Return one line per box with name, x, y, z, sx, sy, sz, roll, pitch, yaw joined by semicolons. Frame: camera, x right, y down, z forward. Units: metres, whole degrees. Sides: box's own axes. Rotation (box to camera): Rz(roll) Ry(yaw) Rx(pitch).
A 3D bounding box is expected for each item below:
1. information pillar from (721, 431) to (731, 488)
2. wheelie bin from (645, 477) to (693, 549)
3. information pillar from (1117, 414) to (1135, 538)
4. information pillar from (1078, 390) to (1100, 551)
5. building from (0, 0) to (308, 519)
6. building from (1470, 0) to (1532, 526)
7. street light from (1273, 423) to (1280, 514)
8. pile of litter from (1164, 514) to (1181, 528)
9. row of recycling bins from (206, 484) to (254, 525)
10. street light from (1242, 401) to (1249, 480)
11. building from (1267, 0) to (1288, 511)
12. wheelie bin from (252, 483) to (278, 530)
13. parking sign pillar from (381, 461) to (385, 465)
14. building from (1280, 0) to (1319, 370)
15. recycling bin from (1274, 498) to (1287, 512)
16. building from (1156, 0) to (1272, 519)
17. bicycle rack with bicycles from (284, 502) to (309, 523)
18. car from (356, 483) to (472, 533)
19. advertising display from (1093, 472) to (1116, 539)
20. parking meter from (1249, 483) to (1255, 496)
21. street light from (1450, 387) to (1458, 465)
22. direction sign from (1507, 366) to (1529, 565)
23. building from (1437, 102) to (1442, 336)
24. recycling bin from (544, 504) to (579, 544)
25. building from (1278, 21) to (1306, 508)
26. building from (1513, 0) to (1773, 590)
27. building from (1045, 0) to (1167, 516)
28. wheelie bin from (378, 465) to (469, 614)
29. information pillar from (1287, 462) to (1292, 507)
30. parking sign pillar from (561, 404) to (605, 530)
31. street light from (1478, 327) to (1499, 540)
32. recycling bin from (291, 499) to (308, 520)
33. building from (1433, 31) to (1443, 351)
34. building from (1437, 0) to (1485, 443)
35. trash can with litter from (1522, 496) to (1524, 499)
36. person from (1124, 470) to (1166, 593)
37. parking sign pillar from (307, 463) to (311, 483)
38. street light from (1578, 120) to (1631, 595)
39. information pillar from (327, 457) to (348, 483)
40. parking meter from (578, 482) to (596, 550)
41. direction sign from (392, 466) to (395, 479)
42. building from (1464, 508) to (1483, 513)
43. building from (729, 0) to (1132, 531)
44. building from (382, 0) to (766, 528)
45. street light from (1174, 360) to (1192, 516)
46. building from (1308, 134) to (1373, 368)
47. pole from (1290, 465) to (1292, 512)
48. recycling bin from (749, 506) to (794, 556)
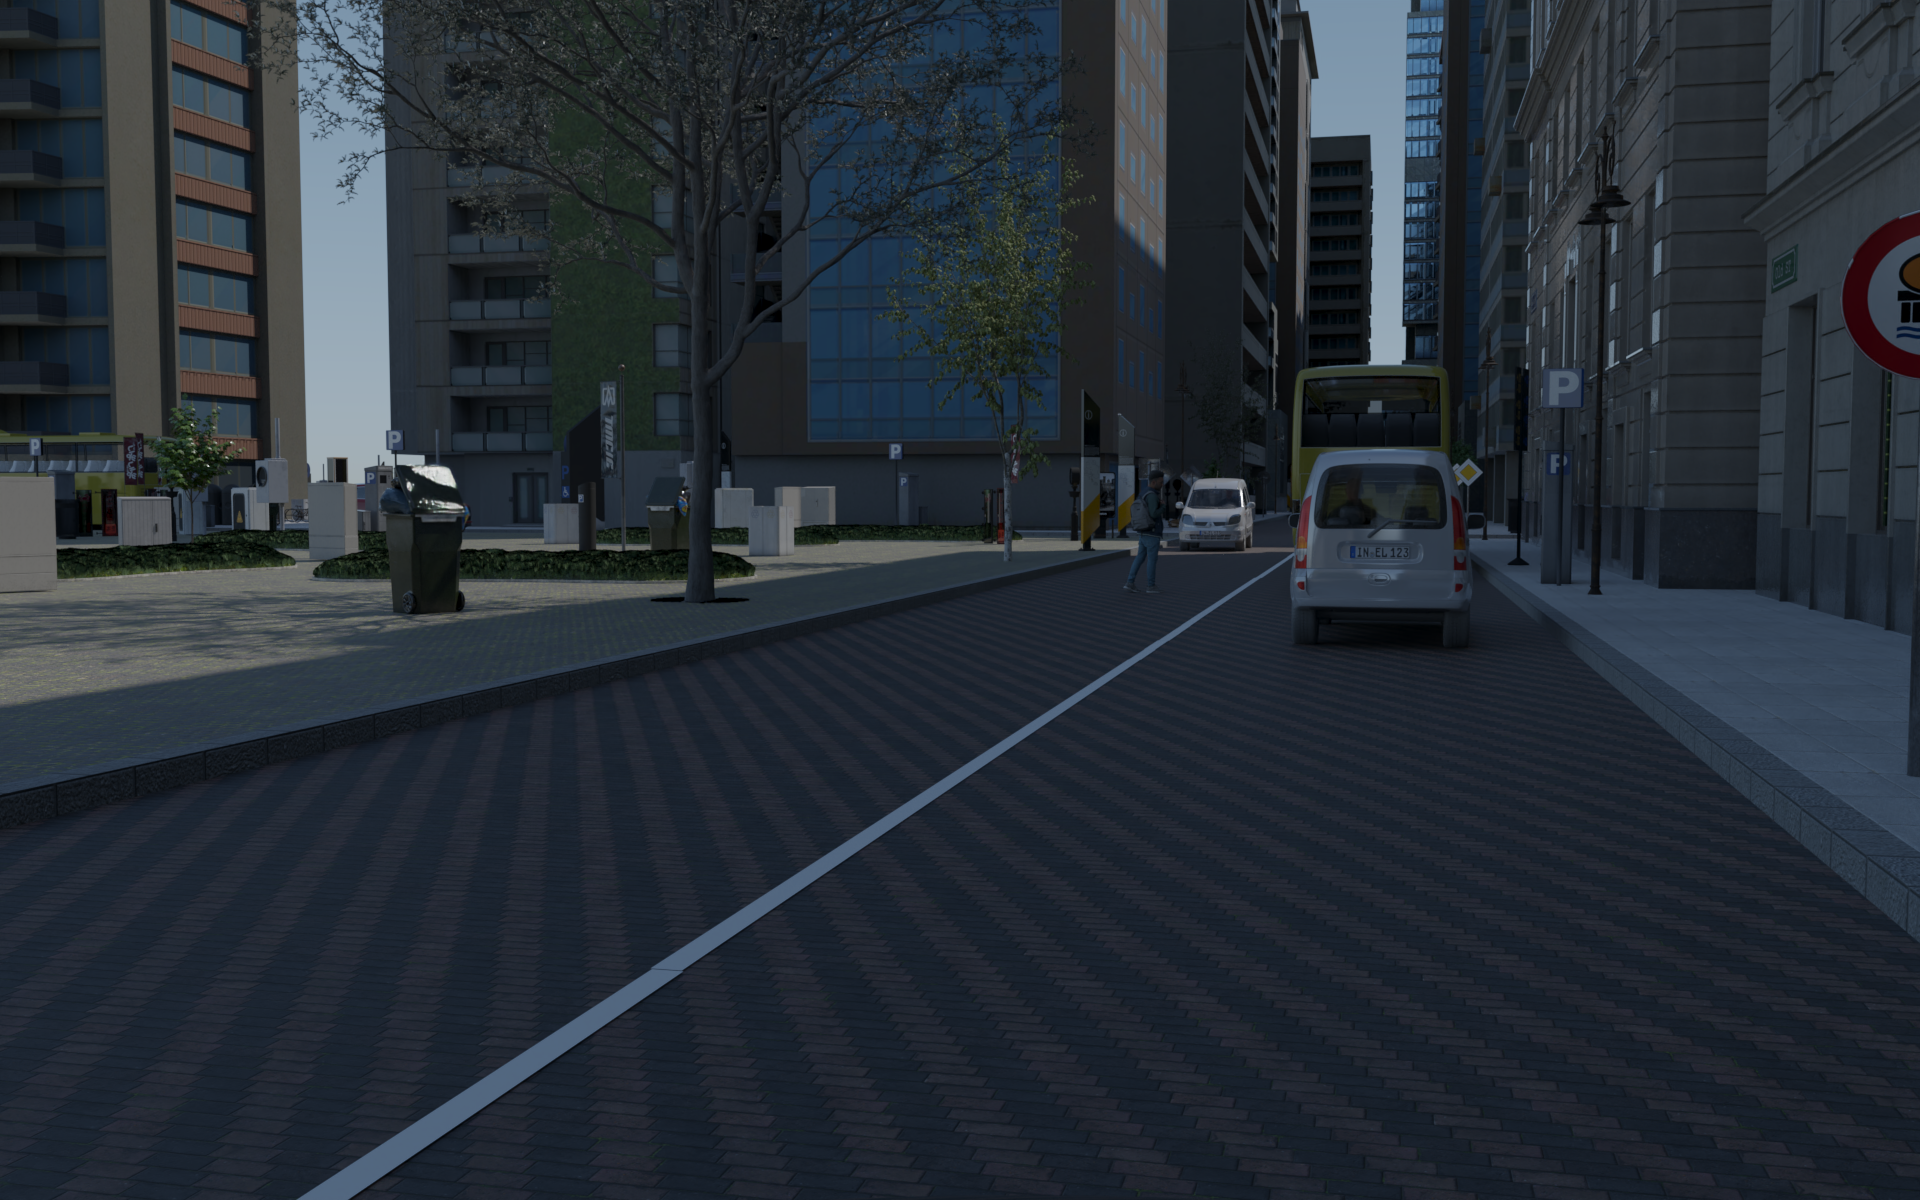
information pillar;-8.630;-4.440;63.941;0.504;3.616;0.183;3;5;44
wheelie bin;-5.279;-1.440;31.446;0.980;1.594;0.693;2;4;25
information pillar;4.841;-3.617;50.489;0.504;3.616;0.183;1;4;21
information pillar;2.932;-2.916;39.025;0.504;3.616;0.183;-2;4;-33
building;-48.517;-26.302;84.665;28.867;44.769;22.147;1;4;14
building;33.928;-23.164;70.610;23.993;40.220;32.217;1;4;14
street light;20.481;-8.531;112.262;0.468;5.910;1.993;1;4;14
pile of litter;8.497;-3.204;66.356;1.719;0.858;1.176;-1;4;-13
row of recycling bins;-30.302;-3.926;71.300;3.534;1.692;1.069;0;4;4
street light;14.095;-6.929;86.069;0.468;5.910;1.993;1;4;14
building;17.255;-51.062;147.535;22.319;86.520;31.000;1;4;14
wheelie bin;-20.137;-2.584;50.151;0.693;1.594;0.980;2;4;27
parking sign pillar;-47.794;-9.473;143.358;1.447;3.967;1.447;-3;5;-42
building;25.142;-36.923;192.922;27.495;52.752;28.713;1;4;14
recycling bin;23.394;-6.956;126.290;0.722;1.027;0.722;2;4;35
building;6.534;-29.150;100.304;21.300;48.544;21.600;1;4;14
bicycle rack with bicycles;-29.120;-3.947;77.910;2.925;0.926;2.852;1;4;15
car;-19.365;-3.120;59.687;5.304;1.827;2.281;1;4;15
advertising display;4.024;-2.729;49.831;0.974;1.923;0.123;-2;4;-24
parking meter;15.395;-5.235;91.297;0.255;1.863;0.399;2;4;26
street light;21.340;-6.267;75.252;0.468;5.910;1.993;1;4;14
direction sign;10.084;-2.396;31.172;0.379;3.537;0.876;2;4;32
building;62.083;-34.459;183.014;23.786;49.044;30.456;1;4;14
recycling bin;-10.250;-1.960;44.593;0.722;1.027;0.722;-3;4;-36
building;26.325;-31.785;169.802;14.600;45.320;14.200;1;4;14
building;17.812;-14.420;33.032;12.463;27.353;25.104;1;4;14
building;14.913;-29.043;124.971;14.600;45.320;14.200;1;4;14
wheelie bin;-5.837;-0.664;18.764;0.693;1.594;0.980;3;5;42
information pillar;23.388;-8.027;122.603;0.183;3.616;0.504;-3;4;-38
parking sign pillar;-11.223;-3.856;51.519;1.447;3.967;1.447;3;4;39
street light;14.628;-4.606;48.091;0.468;5.910;1.993;1;4;14
recycling bin;-32.881;-4.523;86.498;0.722;1.027;0.722;1;4;16
building;53.949;-30.583;154.651;22.147;44.769;28.867;1;4;14
building;44.632;-29.630;134.555;14.600;45.320;14.200;1;4;14
trash can with litter;29.944;-4.921;91.518;2.233;1.210;1.678;-1;4;-21
person;2.746;-0.993;25.086;0.721;1.781;0.623;-2;4;-28
parking sign pillar;-39.647;-7.093;104.439;1.447;3.967;1.447;1;4;9
street light;8.106;-3.006;21.931;0.468;5.910;1.993;1;4;14
information pillar;-12.412;-1.841;34.584;0.304;2.012;0.304;3;5;44
parking meter;-8.056;-1.775;37.432;0.372;1.533;0.369;0;3;0
direction sign;-45.326;-8.981;138.836;0.876;3.537;0.379;-1;4;-16
building;44.263;-48.711;109.088;22.319;86.520;31.000;1;4;14
building;0.258;-25.494;66.936;14.600;45.320;14.200;1;4;14
building;-15.257;-23.701;71.106;14.086;41.232;14.154;1;4;14
street light;7.697;-5.327;59.878;0.468;5.910;1.993;1;4;14
building;42.321;-36.777;225.002;21.600;48.544;21.300;1;4;14
pole;23.308;-7.813;121.580;0.158;3.312;0.155;0;3;0
recycling bin;-3.925;-1.436;36.038;0.722;1.027;0.722;1;4;22
